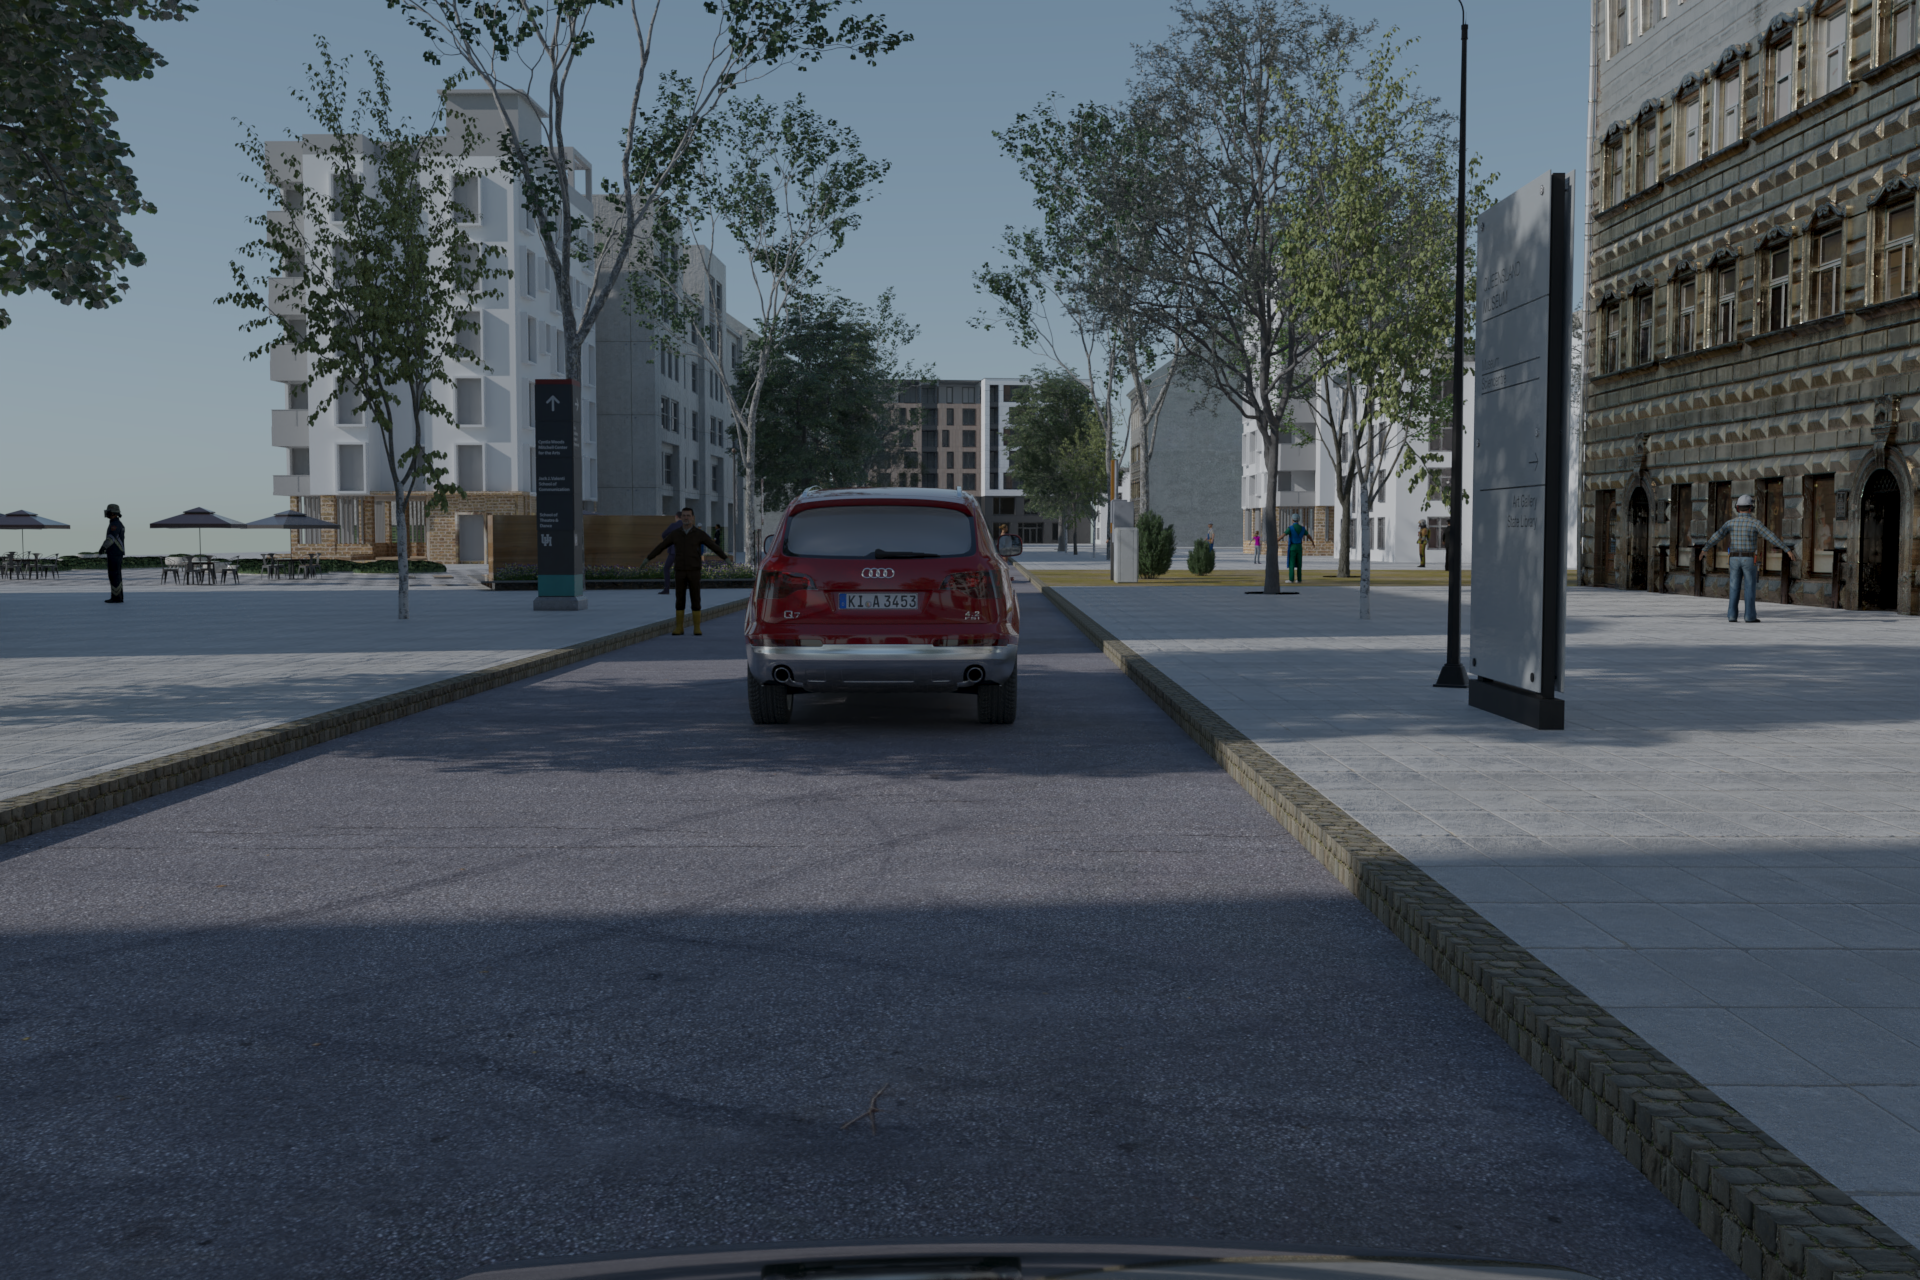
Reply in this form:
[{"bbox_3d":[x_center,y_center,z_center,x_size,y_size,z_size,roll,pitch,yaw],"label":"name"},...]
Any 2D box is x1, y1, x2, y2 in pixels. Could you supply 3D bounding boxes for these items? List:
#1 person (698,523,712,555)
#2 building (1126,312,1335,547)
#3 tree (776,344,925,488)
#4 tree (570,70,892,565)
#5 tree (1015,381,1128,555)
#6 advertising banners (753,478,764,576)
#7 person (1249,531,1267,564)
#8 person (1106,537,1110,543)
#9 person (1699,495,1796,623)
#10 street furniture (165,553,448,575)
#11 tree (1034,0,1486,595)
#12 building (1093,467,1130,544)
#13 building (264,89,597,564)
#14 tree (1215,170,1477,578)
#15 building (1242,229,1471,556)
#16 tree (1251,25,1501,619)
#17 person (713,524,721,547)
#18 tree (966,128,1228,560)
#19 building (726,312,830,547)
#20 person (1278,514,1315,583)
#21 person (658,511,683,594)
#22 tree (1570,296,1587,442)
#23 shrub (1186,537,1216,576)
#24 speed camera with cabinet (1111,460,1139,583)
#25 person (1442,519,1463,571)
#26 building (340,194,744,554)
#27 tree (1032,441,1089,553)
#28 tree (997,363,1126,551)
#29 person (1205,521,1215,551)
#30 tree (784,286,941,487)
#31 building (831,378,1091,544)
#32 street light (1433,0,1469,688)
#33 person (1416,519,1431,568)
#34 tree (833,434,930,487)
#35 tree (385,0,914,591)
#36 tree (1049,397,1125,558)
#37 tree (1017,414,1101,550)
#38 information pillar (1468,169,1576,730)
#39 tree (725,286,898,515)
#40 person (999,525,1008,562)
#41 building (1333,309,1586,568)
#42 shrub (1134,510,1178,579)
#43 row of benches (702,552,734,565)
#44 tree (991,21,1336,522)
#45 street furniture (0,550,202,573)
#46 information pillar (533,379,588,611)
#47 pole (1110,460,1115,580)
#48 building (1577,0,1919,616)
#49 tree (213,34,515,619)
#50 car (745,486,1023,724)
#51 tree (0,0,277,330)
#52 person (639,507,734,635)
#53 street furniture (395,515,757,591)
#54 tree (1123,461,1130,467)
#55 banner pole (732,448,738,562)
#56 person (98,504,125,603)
[{"bbox_3d":[-11.571,-4.315,77.011,1.216,1.772,0.721,-1,4,-10],"label":"person"},{"bbox_3d":[27.721,-21.303,179.237,19.493,23.208,18.063,0,4,0],"label":"building"},{"bbox_3d":[-7.328,-12.191,109.696,12.009,13.543,11.850,0,3,0],"label":"tree"},{"bbox_3d":[-9.540,-13.195,71.623,12.611,20.169,13.585,0,3,0],"label":"tree"},{"bbox_3d":[6.812,-10.518,106.374,7.601,10.594,8.767,-2,4,-26],"label":"tree"},{"bbox_3d":[-6.221,-3.513,53.627,0.090,3.025,2.074,0,4,2],"label":"advertising banners"},{"bbox_3d":[12.824,-3.989,74.486,0.599,1.433,0.991,-3,5,-44],"label":"person"},{"bbox_3d":[6.545,-3.996,71.515,1.347,1.806,0.705,-3,5,-43],"label":"person"},{"bbox_3d":[11.379,-1.179,25.119,1.345,1.849,0.704,3,5,44],"label":"person"},{"bbox_3d":[-21.978,-2.562,57.507,10.072,0.657,5.734,3,4,39],"label":"street furniture"},{"bbox_3d":[6.603,-7.728,36.726,12.009,13.543,11.850,0,3,0],"label":"tree"},{"bbox_3d":[22.139,-16.866,217.912,9.099,9.664,28.070,0,4,0],"label":"building"},{"bbox_3d":[-23.543,-13.381,75.193,16.016,20.090,11.380,0,4,0],"label":"building"},{"bbox_3d":[11.303,-7.639,50.658,9.928,11.665,9.643,0,3,0],"label":"tree"},{"bbox_3d":[23.930,-15.758,114.059,16.016,20.090,11.380,0,4,1],"label":"building"},{"bbox_3d":[6.205,-4.603,25.615,4.737,8.622,4.395,0,3,0],"label":"tree"},{"bbox_3d":[-11.188,-4.446,79.408,0.721,1.740,1.216,0,4,-2],"label":"person"},{"bbox_3d":[6.473,-13.906,83.252,12.611,20.169,13.585,0,3,0],"label":"tree"},{"bbox_3d":[-23.262,-21.046,175.024,19.493,23.208,18.063,0,4,1],"label":"building"},{"bbox_3d":[8.806,-2.413,45.580,1.347,1.817,0.704,-1,4,-21],"label":"person"},{"bbox_3d":[-6.104,-1.861,36.920,0.683,1.767,0.568,-2,4,-35],"label":"person"},{"bbox_3d":[24.254,-8.987,57.314,12.009,13.543,11.850,0,3,0],"label":"tree"},{"bbox_3d":[7.400,-2.570,53.144,1.383,1.207,1.383,0,3,0],"label":"shrub"},{"bbox_3d":[4.375,-3.154,45.901,0.660,3.252,2.038,0,4,1],"label":"speed camera with cabinet"},{"bbox_3d":[16.975,-3.302,59.920,0.705,1.837,1.347,-1,4,-10],"label":"person"},{"bbox_3d":[-23.959,-14.670,106.319,16.747,18.905,31.486,0,4,1],"label":"building"},{"bbox_3d":[7.359,-10.152,116.342,4.360,8.622,3.978,0,3,0],"label":"tree"},{"bbox_3d":[7.629,-13.535,127.960,9.857,13.997,8.962,0,3,0],"label":"tree"},{"bbox_3d":[10.993,-4.299,76.144,0.705,1.847,1.347,0,4,-6],"label":"person"},{"bbox_3d":[-7.570,-16.984,133.579,12.611,20.169,13.585,0,3,0],"label":"tree"},{"bbox_3d":[-0.711,-23.972,238.379,32.646,21.610,27.936,0,4,-7],"label":"building"},{"bbox_3d":[4.692,-2.559,14.381,1.470,5.913,1.316,0,4,1],"label":"street light"},{"bbox_3d":[17.733,-3.715,66.505,0.705,1.858,1.354,0,4,8],"label":"person"},{"bbox_3d":[-7.044,-13.080,148.277,8.767,10.594,7.601,-1,4,-20],"label":"tree"},{"bbox_3d":[-7.217,-11.127,37.824,12.611,20.169,13.585,0,3,0],"label":"tree"},{"bbox_3d":[7.163,-8.758,93.559,4.737,8.622,4.395,0,3,0],"label":"tree"},{"bbox_3d":[8.392,-13.253,142.435,9.928,11.665,9.643,0,3,0],"label":"tree"},{"bbox_3d":[3.884,-1.268,12.052,0.184,3.620,1.656,0,4,1],"label":"information pillar"},{"bbox_3d":[-8.072,-11.228,90.228,9.857,13.997,8.962,0,3,0],"label":"tree"},{"bbox_3d":[1.482,-2.774,54.618,0.721,1.733,1.217,0,4,-5],"label":"person"},{"bbox_3d":[24.173,-8.329,78.330,9.099,9.664,28.070,0,4,1],"label":"building"},{"bbox_3d":[5.386,-2.752,49.416,1.690,2.028,1.600,0,3,0],"label":"shrub"},{"bbox_3d":[-9.633,-2.677,59.227,4.104,0.672,1.422,-1,4,-19],"label":"row of benches"},{"bbox_3d":[7.781,-12.756,64.447,12.611,20.169,13.585,0,3,0],"label":"tree"},{"bbox_3d":[-31.957,-2.878,62.676,5.734,0.657,10.072,1,4,13],"label":"street furniture"},{"bbox_3d":[-6.767,-2.439,29.255,0.750,3.857,0.750,0,4,0],"label":"information pillar"},{"bbox_3d":[4.242,-3.303,47.855,0.158,3.312,0.155,0,3,0],"label":"pole"},{"bbox_3d":[24.265,-12.337,32.644,19.493,23.208,18.063,0,4,1],"label":"building"},{"bbox_3d":[-8.503,-4.608,25.711,4.737,8.622,4.395,0,3,0],"label":"tree"},{"bbox_3d":[-0.585,-0.363,14.606,2.281,1.827,5.304,0,4,0],"label":"car"},{"bbox_3d":[-8.779,-6.414,11.519,9.857,13.997,8.962,0,3,0],"label":"tree"},{"bbox_3d":[-3.859,-0.974,24.524,1.346,1.812,0.704,0,4,0],"label":"person"},{"bbox_3d":[-7.922,-2.158,42.143,11.010,1.723,9.812,-1,4,-18],"label":"street furniture"},{"bbox_3d":[24.908,-19.055,237.309,9.928,11.665,9.643,0,3,0],"label":"tree"},{"bbox_3d":[-6.592,-3.724,50.899,0.401,3.779,0.863,0,4,1],"label":"banner pole"},{"bbox_3d":[-15.781,-1.615,32.266,0.704,1.845,1.351,-1,4,-15],"label":"person"}]
